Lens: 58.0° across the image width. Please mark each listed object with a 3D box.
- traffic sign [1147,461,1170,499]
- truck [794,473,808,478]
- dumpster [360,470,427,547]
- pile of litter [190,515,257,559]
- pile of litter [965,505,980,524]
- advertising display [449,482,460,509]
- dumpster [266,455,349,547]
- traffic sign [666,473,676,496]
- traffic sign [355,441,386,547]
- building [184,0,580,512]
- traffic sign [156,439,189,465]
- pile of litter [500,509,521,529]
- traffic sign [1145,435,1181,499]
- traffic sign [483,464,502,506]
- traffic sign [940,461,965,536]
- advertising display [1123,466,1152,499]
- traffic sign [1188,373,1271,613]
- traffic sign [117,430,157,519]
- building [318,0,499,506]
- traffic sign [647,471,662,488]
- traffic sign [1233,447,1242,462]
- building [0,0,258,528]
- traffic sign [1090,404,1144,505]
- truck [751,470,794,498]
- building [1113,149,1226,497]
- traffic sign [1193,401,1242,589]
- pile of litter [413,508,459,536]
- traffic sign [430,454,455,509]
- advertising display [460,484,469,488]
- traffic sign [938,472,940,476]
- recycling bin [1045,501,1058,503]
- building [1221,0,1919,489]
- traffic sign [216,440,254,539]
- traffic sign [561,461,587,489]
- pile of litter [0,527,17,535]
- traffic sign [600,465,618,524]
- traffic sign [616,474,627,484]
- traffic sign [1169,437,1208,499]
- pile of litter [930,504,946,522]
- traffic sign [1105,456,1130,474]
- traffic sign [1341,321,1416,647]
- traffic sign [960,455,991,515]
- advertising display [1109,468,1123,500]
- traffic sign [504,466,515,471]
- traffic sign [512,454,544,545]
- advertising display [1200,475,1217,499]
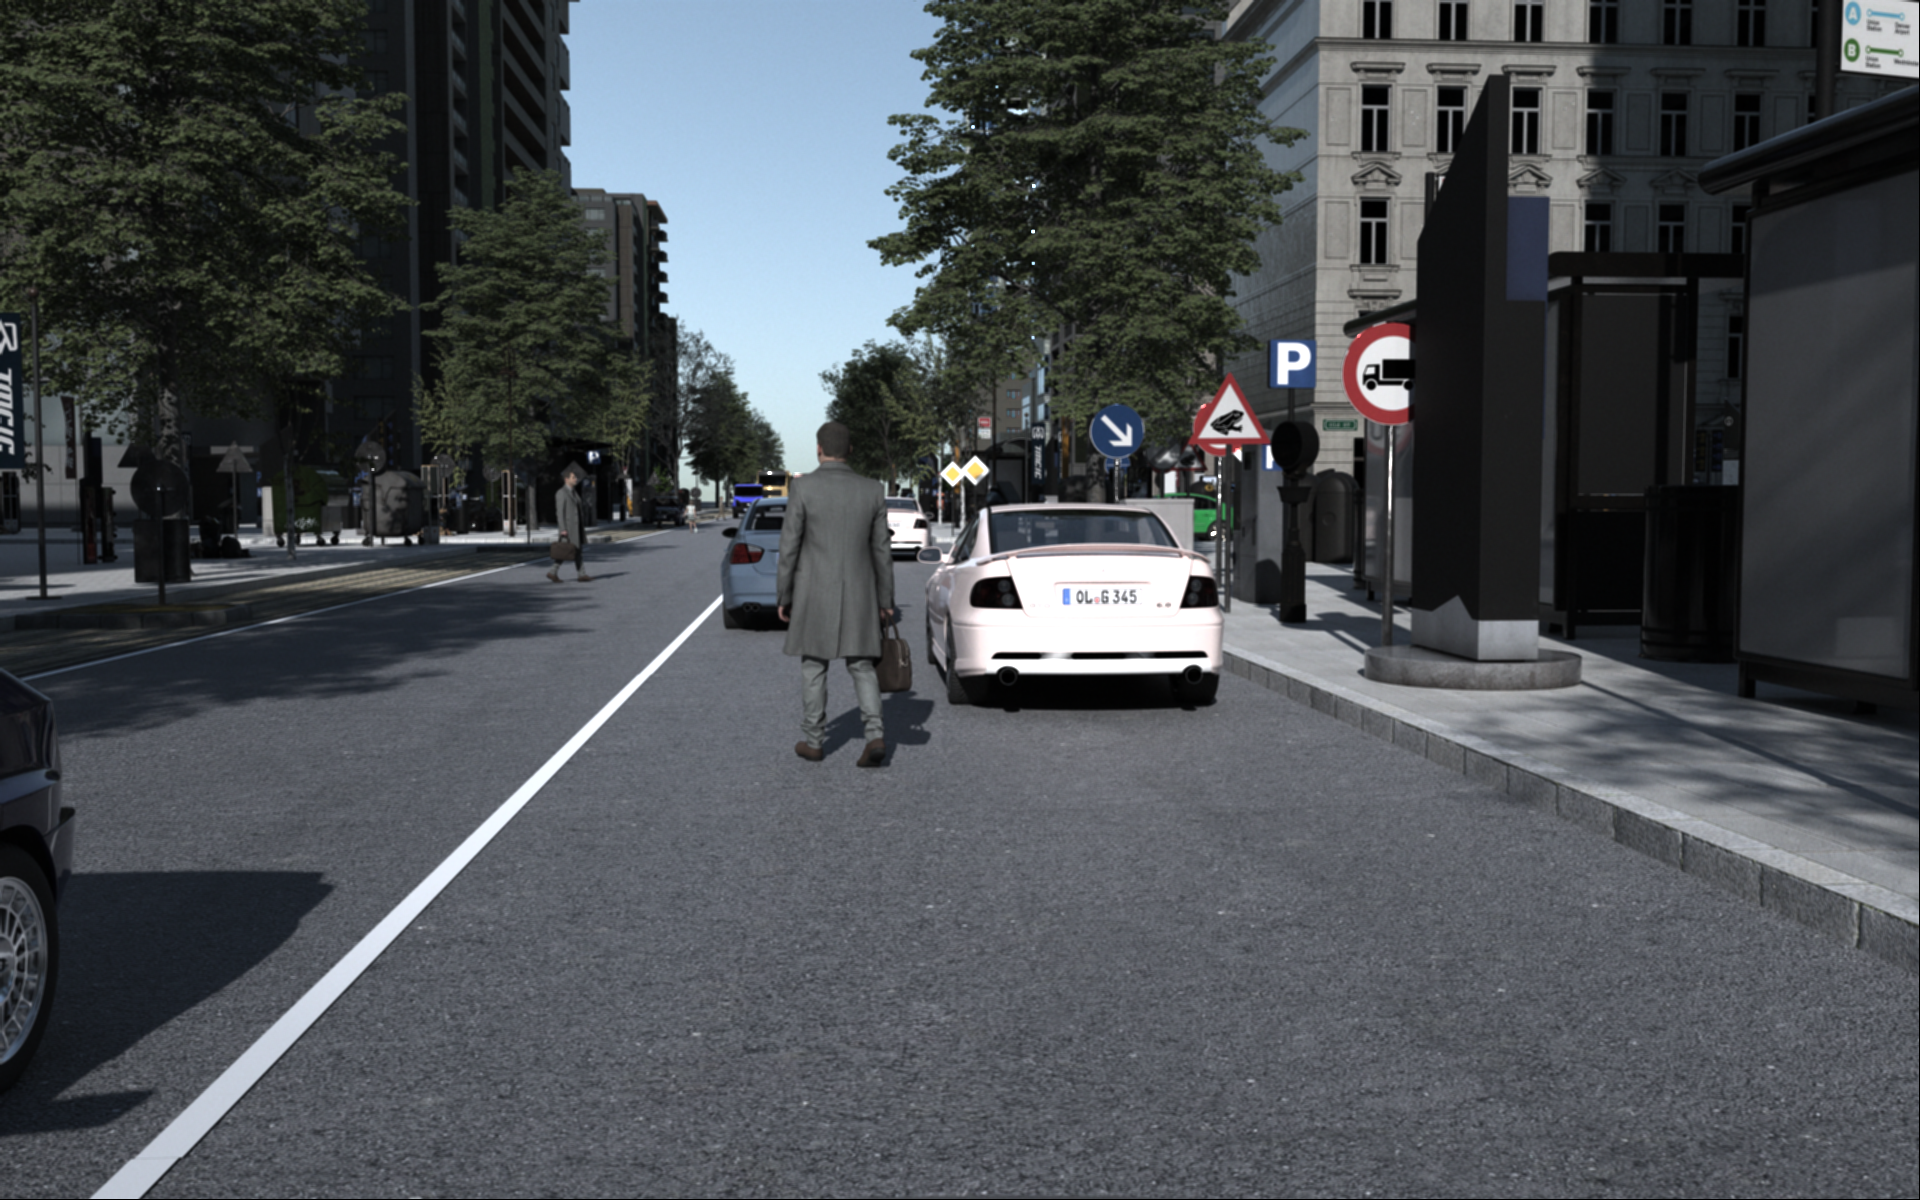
[{"bbox_3d":[5.067,-2.654,43.494,0.768,2.556,0.104,0,4,1],"label":"traffic sign"},{"bbox_3d":[-21.279,-15.096,235.735,2.839,4.237,11.283,0,4,-3],"label":"truck"},{"bbox_3d":[-14.031,-2.270,42.866,1.264,1.857,1.865,0,4,-4],"label":"dumpster"},{"bbox_3d":[-15.051,-1.267,34.683,1.719,0.858,1.176,-1,4,-8],"label":"pile of litter"},{"bbox_3d":[0.740,-3.626,73.244,1.176,0.858,1.719,-3,4,-37],"label":"pile of litter"},{"bbox_3d":[-27.248,-5.330,92.357,0.123,1.923,0.974,2,4,32],"label":"advertising display"},{"bbox_3d":[-16.127,-2.468,42.845,1.502,2.255,1.985,0,4,-5],"label":"dumpster"},{"bbox_3d":[-18.088,-6.577,107.545,0.884,2.594,0.081,0,4,-2],"label":"traffic sign"},{"bbox_3d":[-14.221,-2.548,41.772,0.768,2.556,0.104,0,4,5],"label":"traffic sign"},{"bbox_3d":[-50.851,-34.866,159.299,28.713,52.752,27.495,0,4,-4],"label":"building"},{"bbox_3d":[-16.895,-2.265,37.133,0.768,2.556,0.104,0,4,4],"label":"traffic sign"},{"bbox_3d":[-16.952,-3.019,63.328,1.719,0.858,1.176,1,4,20],"label":"pile of litter"},{"bbox_3d":[4.282,-2.233,36.611,0.768,2.556,0.104,0,4,1],"label":"traffic sign"},{"bbox_3d":[-18.629,-4.213,68.988,0.768,2.556,0.104,0,4,1],"label":"traffic sign"},{"bbox_3d":[-0.223,-2.996,52.634,0.795,2.450,0.064,0,4,-4],"label":"traffic sign"},{"bbox_3d":[4.125,-2.120,39.874,0.123,1.923,0.974,-2,4,-24],"label":"advertising display"},{"bbox_3d":[2.887,-1.139,18.629,0.884,2.594,0.081,0,4,2],"label":"traffic sign"},{"bbox_3d":[-16.580,-2.141,35.007,0.884,2.594,0.081,0,4,-1],"label":"traffic sign"},{"bbox_3d":[-39.210,-26.382,114.937,14.154,41.232,14.086,0,4,-4],"label":"building"},{"bbox_3d":[-17.027,-5.900,96.461,0.884,2.594,0.081,0,4,3],"label":"traffic sign"},{"bbox_3d":[4.190,-1.473,25.273,0.795,2.450,0.064,0,4,-3],"label":"traffic sign"},{"bbox_3d":[-42.975,-29.728,75.284,28.713,52.752,27.495,0,4,-4],"label":"building"},{"bbox_3d":[2.230,-1.500,24.626,0.768,2.556,0.104,0,4,5],"label":"traffic sign"},{"bbox_3d":[-15.319,-9.003,143.120,3.469,3.379,9.791,0,4,-3],"label":"truck"},{"bbox_3d":[14.805,-15.778,108.886,10.553,20.767,40.483,0,4,-4],"label":"building"},{"bbox_3d":[3.514,-1.428,23.457,0.768,2.556,0.104,0,4,-4],"label":"traffic sign"},{"bbox_3d":[-16.217,-2.416,53.474,1.176,0.858,1.719,-3,5,-40],"label":"pile of litter"},{"bbox_3d":[-16.320,-3.334,54.615,0.768,2.556,0.104,0,4,-1],"label":"traffic sign"},{"bbox_3d":[-31.157,-6.293,108.106,0.974,1.923,0.123,-1,4,-20],"label":"advertising display"},{"bbox_3d":[-1.341,-5.980,97.878,0.768,2.556,0.104,0,4,5],"label":"traffic sign"},{"bbox_3d":[2.975,-2.988,61.401,0.722,1.027,0.722,3,4,36],"label":"recycling bin"},{"bbox_3d":[34.633,-18.362,76.640,44.131,29.872,17.030,0,4,-4],"label":"building"},{"bbox_3d":[-17.505,-2.557,41.810,0.884,2.594,0.081,0,4,-3],"label":"traffic sign"},{"bbox_3d":[-11.535,-2.944,51.783,0.795,2.450,0.064,0,4,-4],"label":"traffic sign"},{"bbox_3d":[-30.674,-2.497,54.798,1.719,0.858,1.176,0,4,0],"label":"pile of litter"},{"bbox_3d":[-15.283,-4.607,75.431,0.768,2.556,0.104,0,4,3],"label":"traffic sign"},{"bbox_3d":[-20.994,-6.570,107.518,0.768,2.556,0.104,0,4,-3],"label":"traffic sign"},{"bbox_3d":[5.238,-2.431,39.751,0.884,2.594,0.081,0,4,2],"label":"traffic sign"},{"bbox_3d":[-1.442,-4.052,80.214,1.719,0.858,1.176,1,4,15],"label":"pile of litter"},{"bbox_3d":[4.726,-3.178,52.060,0.768,2.556,0.104,0,4,1],"label":"traffic sign"},{"bbox_3d":[3.187,-0.780,12.852,0.768,2.556,0.104,0,4,-2],"label":"traffic sign"},{"bbox_3d":[0.393,-2.509,44.672,0.795,2.450,0.064,0,4,-4],"label":"traffic sign"},{"bbox_3d":[3.880,-2.304,42.891,0.123,1.923,0.974,1,4,22],"label":"advertising display"},{"bbox_3d":[-20.141,-4.748,77.735,0.768,2.556,0.104,0,4,-4],"label":"traffic sign"},{"bbox_3d":[-10.919,-2.457,43.821,0.795,2.450,0.064,0,4,-4],"label":"traffic sign"},{"bbox_3d":[8.666,-3.360,60.151,0.974,1.923,0.123,-3,5,-43],"label":"advertising display"}]
